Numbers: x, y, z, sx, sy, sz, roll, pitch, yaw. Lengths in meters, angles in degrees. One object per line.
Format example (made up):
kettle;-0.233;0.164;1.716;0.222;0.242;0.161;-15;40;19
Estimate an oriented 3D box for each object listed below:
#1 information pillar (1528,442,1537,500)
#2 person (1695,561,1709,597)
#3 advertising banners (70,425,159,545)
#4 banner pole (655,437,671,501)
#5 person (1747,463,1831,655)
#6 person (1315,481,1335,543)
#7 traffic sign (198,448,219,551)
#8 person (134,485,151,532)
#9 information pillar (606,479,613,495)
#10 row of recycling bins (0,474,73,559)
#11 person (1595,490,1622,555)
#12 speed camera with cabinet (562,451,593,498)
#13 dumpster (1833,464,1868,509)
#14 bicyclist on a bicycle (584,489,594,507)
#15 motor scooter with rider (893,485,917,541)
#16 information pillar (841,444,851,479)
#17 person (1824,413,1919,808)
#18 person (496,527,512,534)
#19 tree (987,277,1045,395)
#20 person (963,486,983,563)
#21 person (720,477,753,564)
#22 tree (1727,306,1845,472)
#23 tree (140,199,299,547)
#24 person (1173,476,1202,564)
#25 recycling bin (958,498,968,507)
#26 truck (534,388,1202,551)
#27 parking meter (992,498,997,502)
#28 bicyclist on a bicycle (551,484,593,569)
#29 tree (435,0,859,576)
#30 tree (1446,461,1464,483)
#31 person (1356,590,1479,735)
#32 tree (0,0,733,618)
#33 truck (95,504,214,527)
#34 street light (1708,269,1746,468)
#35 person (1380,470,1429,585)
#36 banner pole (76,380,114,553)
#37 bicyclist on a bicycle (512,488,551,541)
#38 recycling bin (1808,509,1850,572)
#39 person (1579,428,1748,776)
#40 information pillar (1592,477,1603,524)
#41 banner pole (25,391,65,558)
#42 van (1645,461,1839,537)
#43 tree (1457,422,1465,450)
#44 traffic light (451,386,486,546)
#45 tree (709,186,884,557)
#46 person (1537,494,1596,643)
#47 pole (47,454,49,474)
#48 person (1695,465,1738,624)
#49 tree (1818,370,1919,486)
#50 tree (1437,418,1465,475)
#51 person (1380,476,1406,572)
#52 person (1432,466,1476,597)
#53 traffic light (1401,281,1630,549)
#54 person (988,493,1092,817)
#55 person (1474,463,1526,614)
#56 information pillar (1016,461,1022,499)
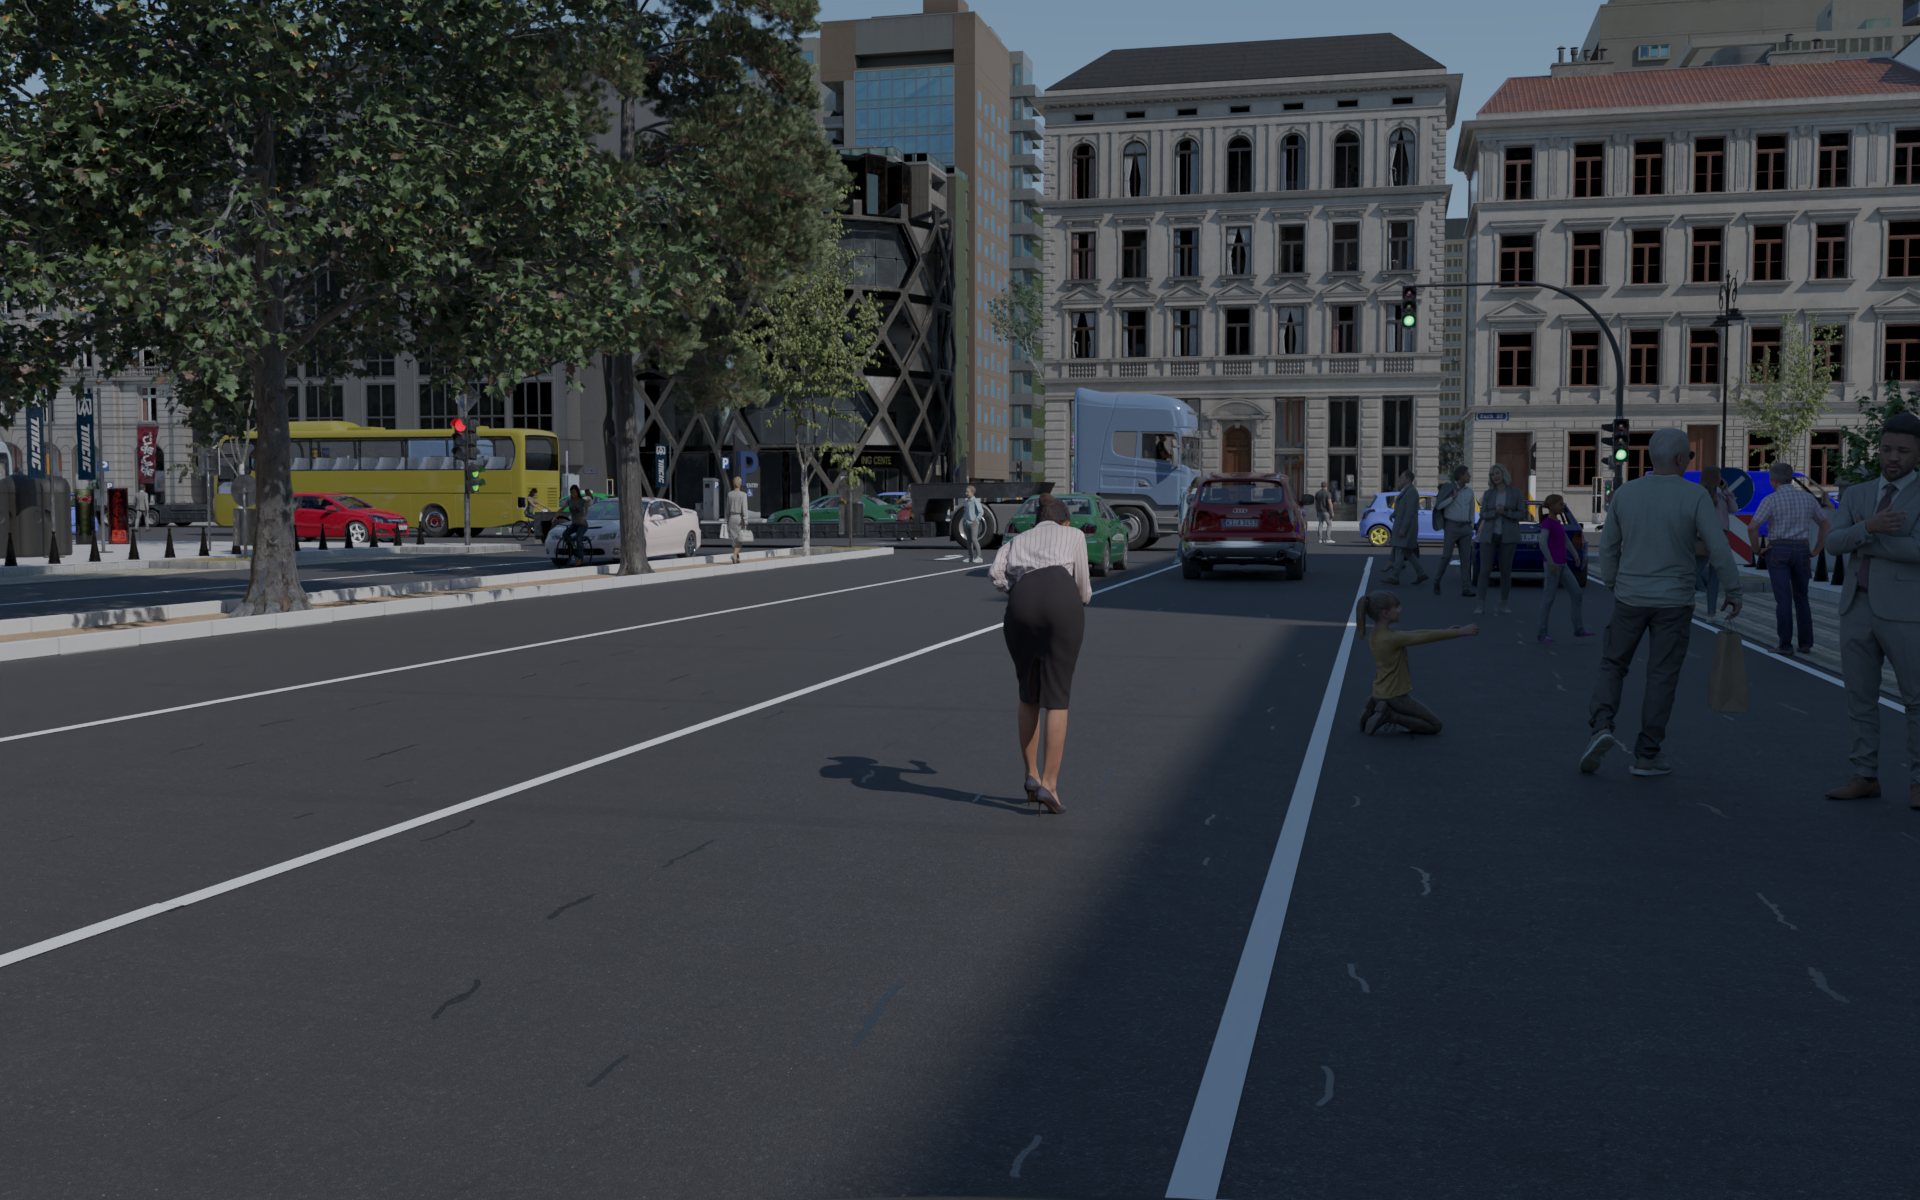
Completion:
information pillar;25.763;-5.296;77.951;0.504;3.616;0.183;-3;5;-42
person;10.195;-0.607;23.924;0.738;1.151;1.012;0;4;-3
advertising banners;-21.441;-2.924;43.999;2.074;3.025;0.090;-1;4;-23
banner pole;-12.889;-5.239;75.668;0.863;3.779;0.401;0;4;-6
person;7.362;-0.369;15.477;0.756;1.711;0.436;0;4;4
person;10.754;-2.592;51.011;0.434;1.807;0.598;-2;4;-33
traffic sign;-16.804;-2.239;38.744;0.606;2.300;0.079;1;4;22
person;-31.001;-3.476;65.609;0.678;1.792;0.850;0;4;5
information pillar;-17.353;-4.976;85.853;0.304;2.012;0.304;-1;4;-15
row of recycling bins;-19.274;-1.695;34.823;1.069;1.692;3.534;1;4;13
person;10.820;-1.072;28.715;0.600;1.496;0.574;3;5;41
speed camera with cabinet;-17.414;-5.168;78.839;0.660;3.252;2.038;-3;4;-38
dumpster;16.379;-1.526;30.710;1.264;1.857;1.865;1;4;14
bicyclist on a bicycle;-13.158;-3.118;61.007;1.625;1.676;1.499;1;4;13
motor scooter with rider;-1.639;-2.697;53.065;0.876;1.779;1.986;1;4;15
information pillar;-5.302;-5.461;80.638;0.504;3.616;0.183;1;4;22
person;4.257;0.043;7.983;0.511;1.800;0.466;3;5;39
person;-16.244;-2.989;61.622;0.590;1.304;0.306;-2;4;-28
tree;9.359;-17.184;136.840;12.611;20.169;13.585;0;3;0
person;0.236;-1.598;36.433;0.330;1.601;0.589;-2;4;-31
person;-4.539;-1.598;34.974;0.694;1.780;0.624;2;4;35
tree;32.719;-7.215;68.327;4.737;8.622;4.395;0;3;0
tree;-17.607;-5.598;41.885;4.360;8.622;3.978;0;3;0
person;4.664;-1.614;35.149;0.793;1.790;0.793;0;4;-6
recycling bin;0.373;-6.006;110.751;0.722;1.027;0.722;-3;5;-44
truck;-2.349;-3.454;46.232;18.799;4.110;2.967;1;4;15
parking meter;2.512;-7.348;125.847;0.255;1.863;0.399;-1;4;-14
bicyclist on a bicycle;-7.305;-1.393;32.795;1.499;1.676;1.625;1;4;12
tree;-5.829;-7.350;30.045;7.806;13.903;7.818;0;3;0
tree;49.361;-11.386;169.867;4.285;4.588;4.351;0;3;0
person;2.713;0.370;10.367;0.695;0.859;0.347;0;4;-2
tree;-7.912;-6.138;19.821;9.611;12.733;9.660;0;3;0
truck;-28.315;-5.176;74.389;18.799;4.110;2.967;1;4;12
street light;15.812;-3.855;35.818;0.468;5.910;1.993;1;4;14
person;7.043;-1.151;27.419;0.767;1.812;0.694;1;4;14
banner pole;-18.925;-2.921;37.778;0.863;3.779;0.401;1;4;17
bicyclist on a bicycle;-12.987;-2.630;53.018;1.625;1.676;1.499;1;4;13
recycling bin;14.466;-0.992;28.777;0.722;1.027;0.722;-1;4;-12
person;3.595;0.014;8.756;0.782;1.767;0.515;3;4;38
information pillar;27.421;-4.285;74.545;0.304;2.012;0.304;-1;4;-12
banner pole;-18.297;-2.723;34.533;0.401;3.779;0.863;1;4;15
van;20.786;-2.525;45.664;5.245;2.365;2.240;1;4;14
tree;45.222;-12.233;150.365;4.737;8.622;4.395;0;3;0
traffic light;-12.272;-3.314;43.100;0.839;4.253;0.868;1;4;14
tree;-3.390;-5.179;37.489;4.737;8.622;4.395;0;3;0
person;5.862;-0.299;16.632;0.776;1.435;0.726;3;5;40
pole;-46.316;-5.765;88.094;0.158;3.312;0.155;0;3;0
person;8.233;-0.621;19.239;0.593;1.750;0.643;-2;4;-25
tree;14.362;-1.957;26.590;1.663;3.219;1.824;0;3;0
tree;55.338;-15.651;190.299;7.601;10.594;8.767;2;4;33
person;8.089;-1.430;32.163;0.573;1.790;0.520;1;4;8
person;6.964;-0.968;24.426;0.679;1.850;0.850;-1;4;-19
traffic light;11.854;-3.814;37.024;4.771;5.953;1.251;1;4;14
person;0.420;0.226;7.989;0.628;1.438;0.799;-1;4;-22
person;6.478;-0.738;20.743;0.537;1.800;0.526;2;4;31
information pillar;4.262;-8.254;126.305;0.183;3.616;0.504;3;5;41
